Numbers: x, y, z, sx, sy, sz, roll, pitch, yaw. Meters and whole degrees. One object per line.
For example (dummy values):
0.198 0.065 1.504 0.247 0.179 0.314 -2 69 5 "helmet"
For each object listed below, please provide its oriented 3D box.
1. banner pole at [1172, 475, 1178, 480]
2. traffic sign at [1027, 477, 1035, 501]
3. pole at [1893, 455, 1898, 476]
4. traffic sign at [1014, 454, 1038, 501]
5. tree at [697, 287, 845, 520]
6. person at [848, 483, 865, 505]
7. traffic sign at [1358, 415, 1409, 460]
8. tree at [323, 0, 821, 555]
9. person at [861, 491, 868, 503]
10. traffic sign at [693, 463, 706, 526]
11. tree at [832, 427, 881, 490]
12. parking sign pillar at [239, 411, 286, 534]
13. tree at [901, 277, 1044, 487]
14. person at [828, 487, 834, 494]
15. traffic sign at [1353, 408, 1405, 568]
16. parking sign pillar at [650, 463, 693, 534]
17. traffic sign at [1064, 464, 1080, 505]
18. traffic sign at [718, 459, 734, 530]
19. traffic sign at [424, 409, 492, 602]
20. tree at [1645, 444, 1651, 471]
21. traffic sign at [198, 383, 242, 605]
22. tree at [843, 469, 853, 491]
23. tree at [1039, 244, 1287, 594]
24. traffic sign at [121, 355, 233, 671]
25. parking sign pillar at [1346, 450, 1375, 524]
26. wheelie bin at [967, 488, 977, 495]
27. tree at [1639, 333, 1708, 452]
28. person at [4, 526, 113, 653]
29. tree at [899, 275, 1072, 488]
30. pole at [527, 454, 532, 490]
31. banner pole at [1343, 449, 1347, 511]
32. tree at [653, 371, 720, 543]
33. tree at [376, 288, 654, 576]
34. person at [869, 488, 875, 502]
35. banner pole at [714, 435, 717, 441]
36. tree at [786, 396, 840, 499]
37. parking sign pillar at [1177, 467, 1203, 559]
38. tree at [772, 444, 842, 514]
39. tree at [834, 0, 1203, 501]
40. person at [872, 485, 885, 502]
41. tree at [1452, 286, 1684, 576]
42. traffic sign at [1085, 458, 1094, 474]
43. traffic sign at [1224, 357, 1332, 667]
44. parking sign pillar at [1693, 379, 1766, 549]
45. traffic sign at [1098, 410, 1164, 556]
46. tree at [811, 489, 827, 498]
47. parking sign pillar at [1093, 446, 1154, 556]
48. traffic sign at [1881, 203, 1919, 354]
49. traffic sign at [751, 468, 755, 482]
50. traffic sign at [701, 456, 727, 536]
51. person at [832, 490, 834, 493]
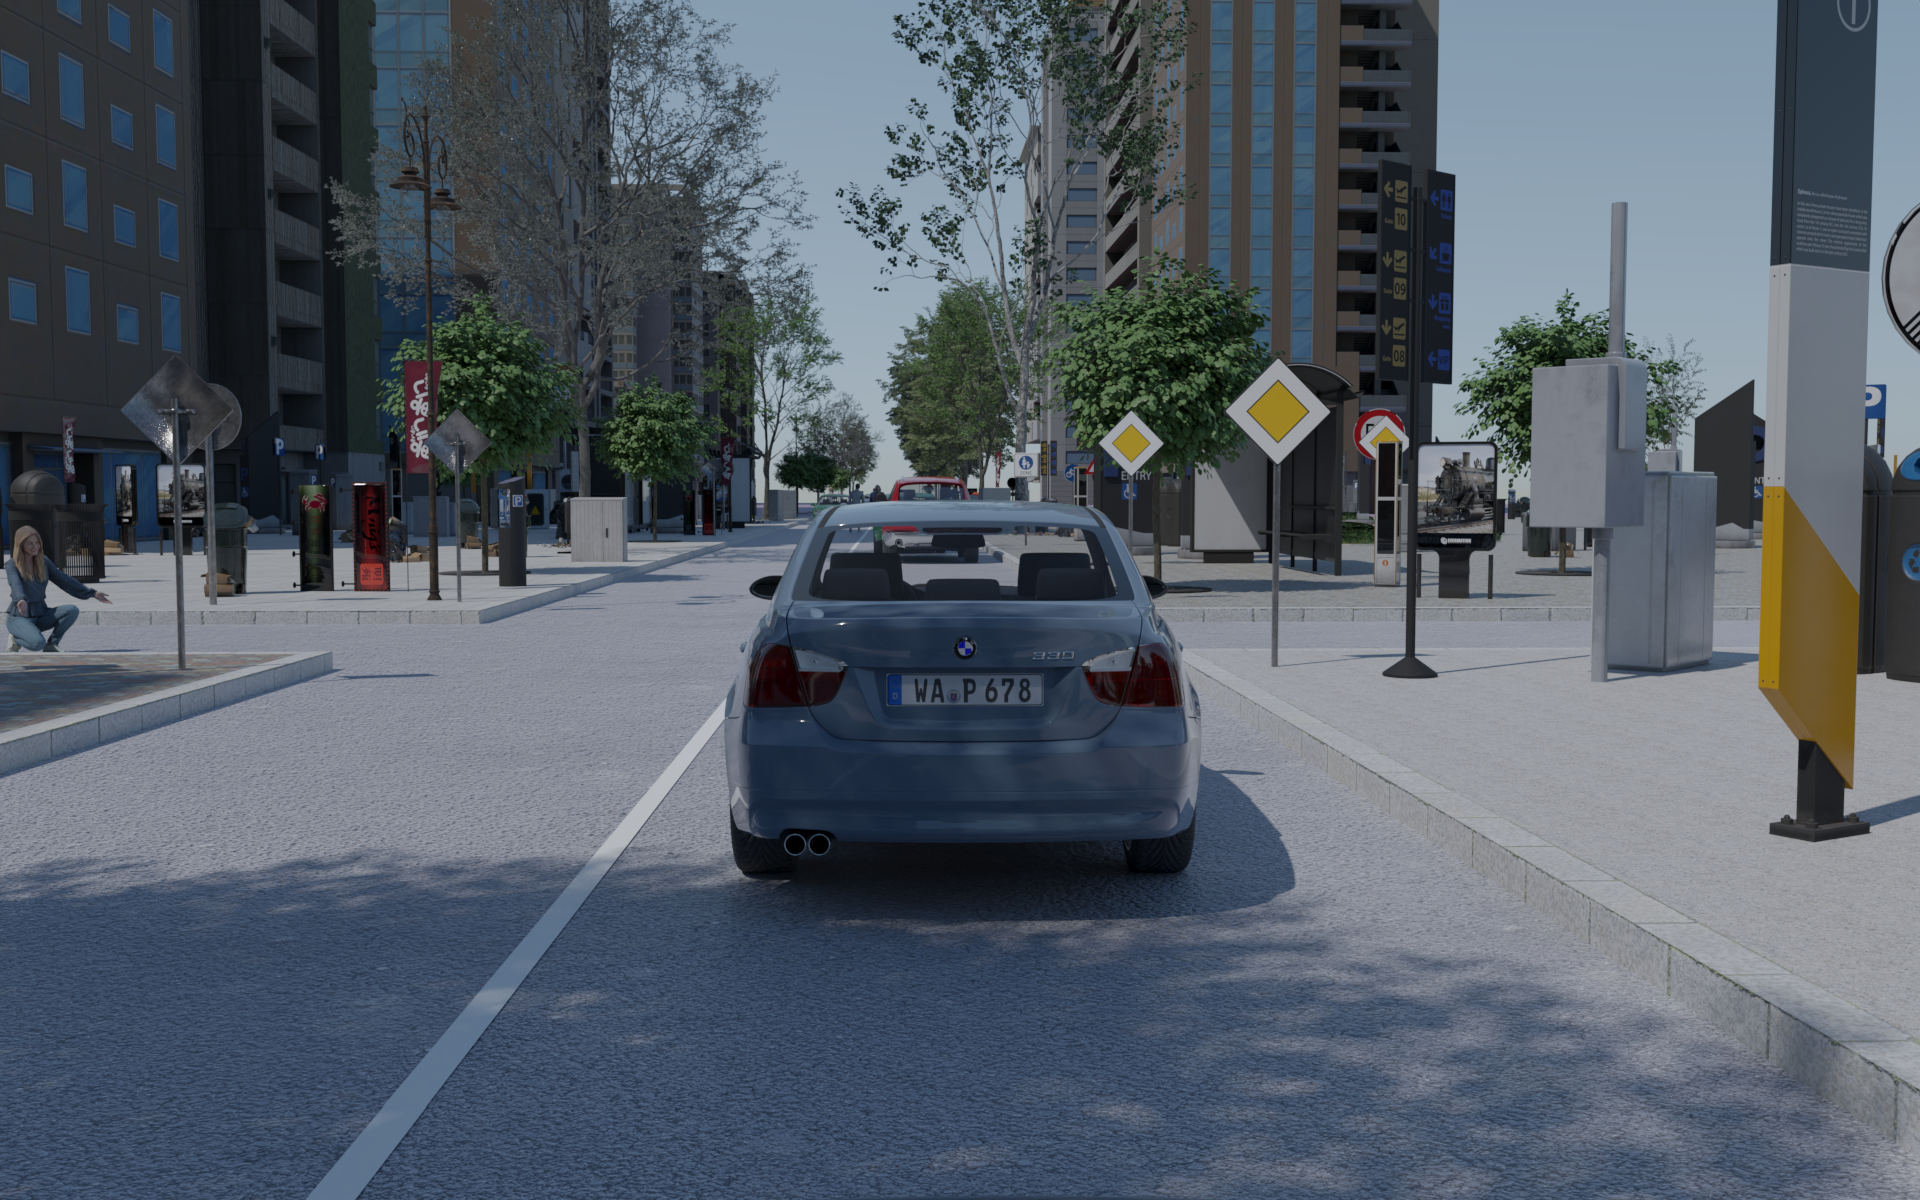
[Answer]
10.424 -5.721 83.557 0.401 3.779 0.863 -3 5 -41 "banner pole"
2.826 -4.427 72.495 0.768 2.556 0.104 0 4 1 "traffic sign"
48.703 -5.895 90.234 0.158 3.312 0.155 0 3 0 "pole"
1.639 -2.503 43.046 0.606 2.300 0.079 0 4 4 "traffic sign"
-9.518 -9.779 85.644 9.928 11.665 9.643 0 3 0 "tree"
-3.905 -3.476 65.185 0.661 1.843 0.795 1 4 13 "person"
6.243 -1.485 25.465 0.795 2.450 0.064 0 4 3 "traffic sign"
-8.024 -7.727 36.710 12.009 13.543 11.850 0 3 0 "tree"
-8.798 -9.084 157.738 0.721 1.743 1.217 3 4 37 "person"
-10.732 -4.308 70.541 0.768 2.556 0.104 0 4 3 "traffic sign"
-14.666 -18.417 235.527 8.767 10.594 7.601 1 4 9 "tree"
-22.638 -4.133 56.041 1.447 3.967 1.447 2 4 26 "parking sign pillar"
0.656 -10.574 91.008 7.486 12.596 7.792 0 3 0 "tree"
-6.634 -4.933 89.378 0.641 1.798 0.478 -1 4 -20 "person"
6.242 -1.576 25.879 0.768 2.556 0.104 0 4 2 "traffic sign"
-9.436 -4.173 56.703 1.447 3.967 1.447 -2 4 -27 "parking sign pillar"
4.788 -4.477 73.307 0.768 2.556 0.104 0 4 4 "traffic sign"
-8.399 -3.753 61.470 0.768 2.556 0.104 0 4 -2 "traffic sign"
-5.944 -1.032 20.516 0.795 2.450 0.064 0 4 -2 "traffic sign"
21.840 -3.740 55.747 1.663 3.219 1.824 0 3 0 "tree"
-8.652 -1.216 19.991 0.768 2.556 0.104 0 4 8 "traffic sign"
-10.100 -8.435 121.618 4.285 4.588 4.351 0 3 0 "tree"
2.697 -2.398 22.925 4.285 4.588 4.351 0 3 0 "tree"
-5.655 -0.544 12.536 0.795 2.450 0.064 0 4 -2 "traffic sign"
17.199 -5.220 73.819 1.447 3.967 1.447 1 4 8 "parking sign pillar"
0.635 -5.159 92.259 0.980 1.594 0.693 0 3 0 "wheelie bin"
31.959 -7.848 78.675 4.360 8.622 3.978 0 3 0 "tree"
-8.063 -0.083 15.364 0.738 1.151 1.012 2 4 31 "person"
1.187 -9.498 81.052 9.928 11.665 9.643 0 3 0 "tree"
-16.091 -4.336 64.744 0.158 3.312 0.155 0 3 0 "pole"
21.162 -6.453 95.527 0.401 3.779 0.863 3 5 43 "banner pole"
-8.093 -3.814 46.077 4.285 4.588 4.351 0 3 0 "tree"
-7.712 -2.689 27.686 4.285 4.588 4.351 0 3 0 "tree"
-5.899 -6.805 119.623 0.709 1.838 0.599 1 4 13 "person"
-10.206 -5.128 73.859 0.863 3.779 0.401 1 4 17 "banner pole"
-10.721 -10.885 128.330 4.360 8.622 3.978 0 3 0 "tree"
5.071 -2.815 34.504 1.447 3.967 1.447 0 4 3 "parking sign pillar"
-10.674 -7.976 114.126 4.285 4.588 4.351 0 3 0 "tree"
2.111 -12.357 57.924 12.611 20.169 13.585 0 3 0 "tree"
-3.143 -3.588 67.351 0.537 1.800 0.526 0 4 1 "person"
9.608 -2.688 27.660 4.285 4.588 4.351 0 3 0 "tree"
3.789 -2.845 46.514 0.884 2.594 0.081 0 4 3 "traffic sign"
2.334 -0.560 12.803 0.795 2.450 0.064 0 4 -2 "traffic sign"
18.224 -3.231 41.295 1.447 3.967 1.447 3 4 39 "parking sign pillar"
2.046 -1.048 20.783 0.795 2.450 0.064 0 4 -2 "traffic sign"
-11.411 -8.993 141.633 1.663 3.219 1.824 0 3 0 "tree"
3.495 -2.940 36.543 1.447 3.967 1.447 -1 4 -17 "parking sign pillar"
4.153 -0.432 7.173 0.768 2.556 0.104 0 4 0 "traffic sign"
-9.774 -4.851 79.416 0.768 2.556 0.104 0 4 7 "traffic sign"
-7.465 -3.141 52.538 0.795 2.450 0.064 0 4 1 "traffic sign"
-7.507 -5.680 102.298 0.756 1.711 0.436 3 4 37 "person"
